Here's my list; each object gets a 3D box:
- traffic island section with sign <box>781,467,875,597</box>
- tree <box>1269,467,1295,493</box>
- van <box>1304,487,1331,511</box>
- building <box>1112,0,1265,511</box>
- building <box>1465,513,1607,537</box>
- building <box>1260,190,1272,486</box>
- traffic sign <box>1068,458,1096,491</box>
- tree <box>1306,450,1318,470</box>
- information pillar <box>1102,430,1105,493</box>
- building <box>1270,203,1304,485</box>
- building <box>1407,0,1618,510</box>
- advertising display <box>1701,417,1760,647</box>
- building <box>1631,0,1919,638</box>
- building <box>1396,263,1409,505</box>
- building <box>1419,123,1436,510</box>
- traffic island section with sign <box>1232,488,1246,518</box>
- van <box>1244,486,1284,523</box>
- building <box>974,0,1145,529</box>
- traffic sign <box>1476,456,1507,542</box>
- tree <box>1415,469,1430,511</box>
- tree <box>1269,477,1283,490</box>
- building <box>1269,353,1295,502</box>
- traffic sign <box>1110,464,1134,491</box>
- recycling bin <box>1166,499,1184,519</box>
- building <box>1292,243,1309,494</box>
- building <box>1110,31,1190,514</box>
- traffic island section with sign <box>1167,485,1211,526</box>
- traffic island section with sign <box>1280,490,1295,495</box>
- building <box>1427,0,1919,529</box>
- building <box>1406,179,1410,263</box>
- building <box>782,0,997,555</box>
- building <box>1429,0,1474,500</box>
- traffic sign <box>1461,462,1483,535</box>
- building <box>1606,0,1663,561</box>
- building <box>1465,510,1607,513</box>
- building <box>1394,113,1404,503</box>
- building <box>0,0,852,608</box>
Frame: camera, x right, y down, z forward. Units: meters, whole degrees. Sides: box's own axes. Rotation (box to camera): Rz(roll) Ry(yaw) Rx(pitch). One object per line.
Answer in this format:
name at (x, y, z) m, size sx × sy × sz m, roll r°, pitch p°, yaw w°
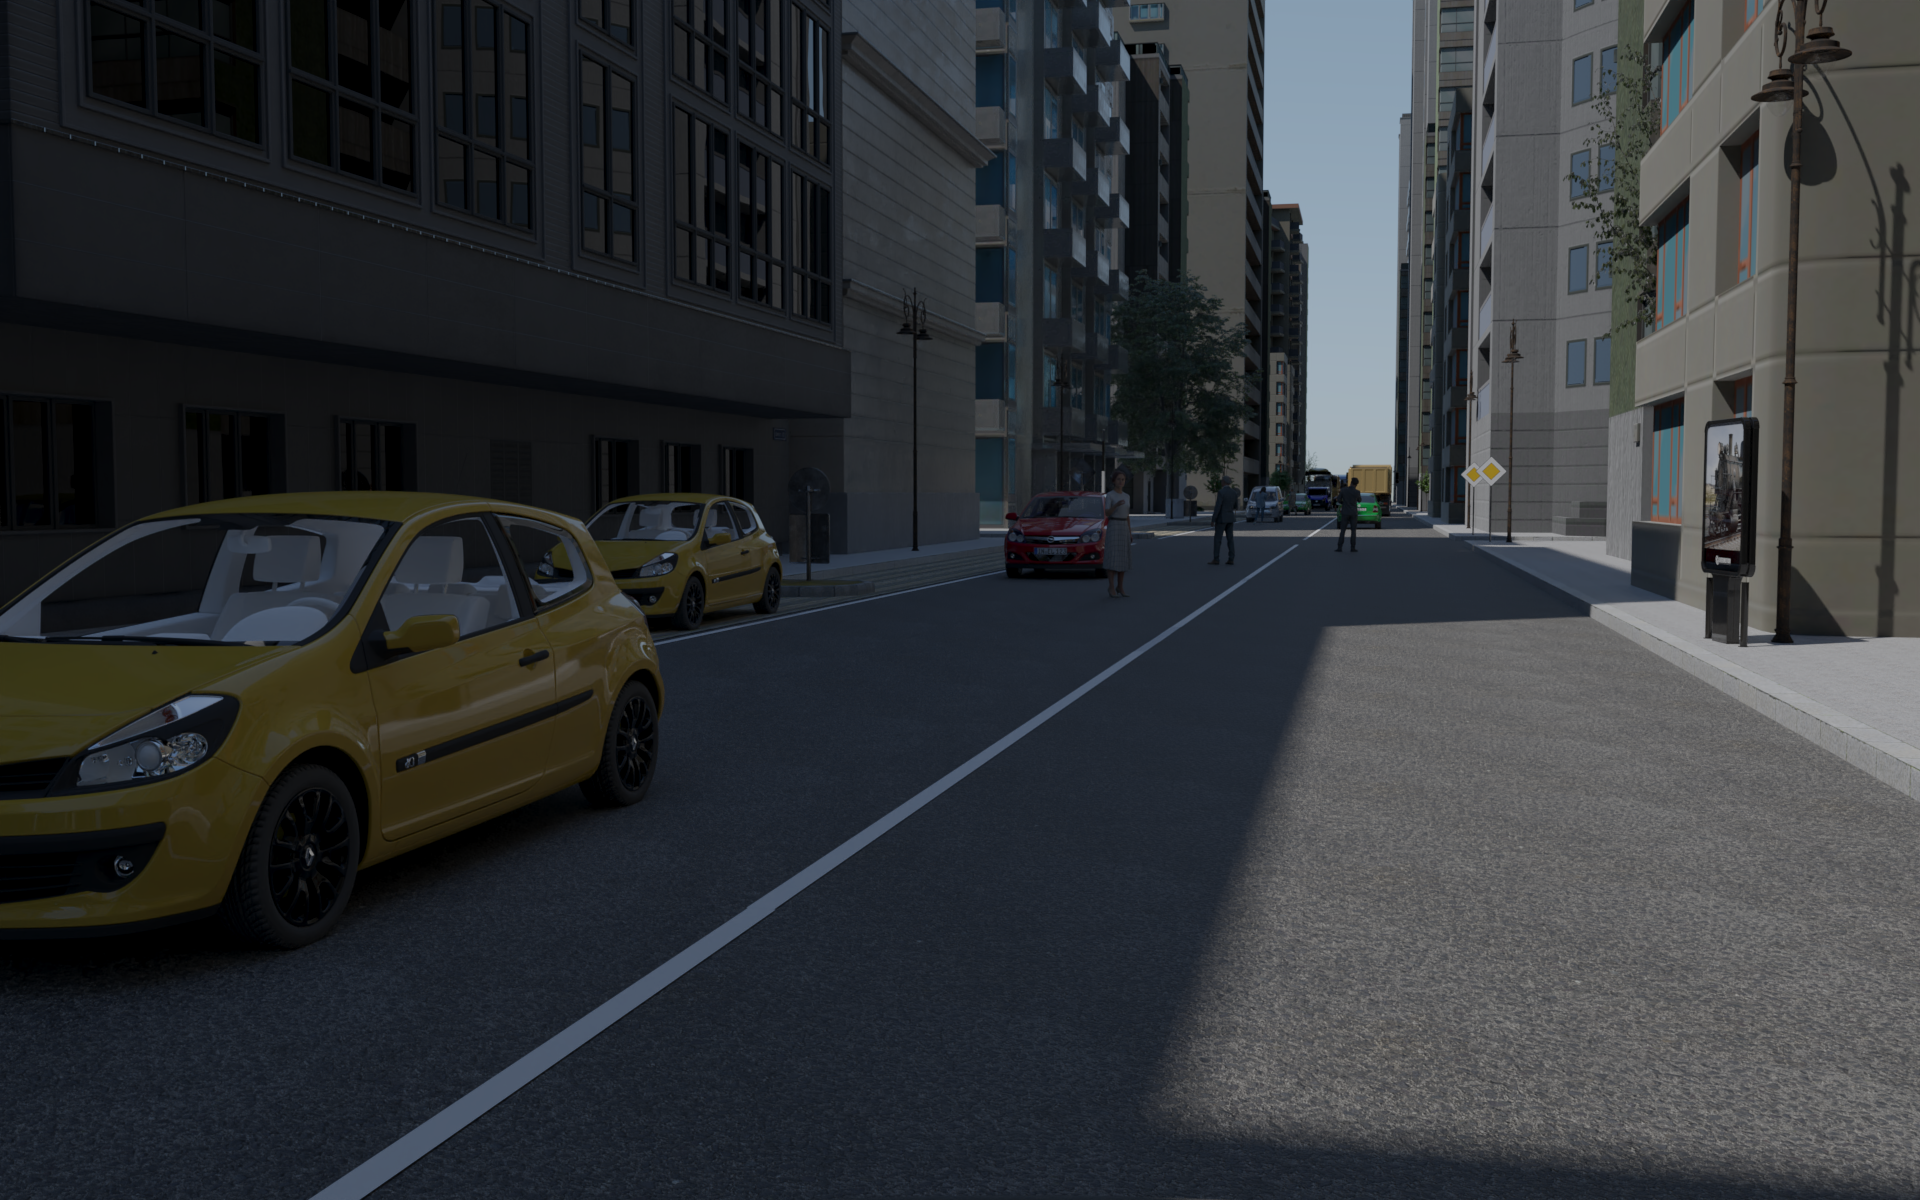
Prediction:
traffic island section with sign at (-2.305, -0.994, 24.886) m, size 1.989 × 1.847 × 2.006 m, roll 1°, pitch 4°, yaw 13°
tree at (37.511, -13.408, 202.926) m, size 4.285 × 4.588 × 4.351 m, roll 0°, pitch 3°, yaw 0°
van at (30.675, -8.800, 148.270) m, size 2.240 × 2.365 × 5.245 m, roll 1°, pitch 4°, yaw 15°
building at (13.450, -31.719, 142.301) m, size 21.300 × 48.544 × 21.600 m, roll 1°, pitch 4°, yaw 13°
building at (32.244, -31.496, 56.962) m, size 28.212 × 58.520 × 21.231 m, roll 1°, pitch 4°, yaw 13°
building at (21.083, -23.710, 159.360) m, size 14.160 × 30.474 × 14.107 m, roll 1°, pitch 4°, yaw 13°
traffic sign at (3.439, -2.765, 48.849) m, size 0.795 × 2.450 × 0.064 m, roll 1°, pitch 4°, yaw 13°
tree at (57.411, -20.512, 285.725) m, size 4.360 × 8.622 × 3.978 m, roll 0°, pitch 3°, yaw 0°
information pillar at (5.221, -4.383, 63.021) m, size 0.183 × 3.616 × 0.504 m, roll 0°, pitch 4°, yaw 8°
building at (39.003, -36.766, 255.742) m, size 22.147 × 44.769 × 28.867 m, roll 1°, pitch 4°, yaw 13°
building at (58.368, -39.226, 183.338) m, size 21.231 × 58.520 × 28.212 m, roll 1°, pitch 4°, yaw 13°
advertising display at (6.610, -0.592, 14.899) m, size 0.123 × 1.923 × 0.974 m, roll 0°, pitch 4°, yaw 5°
building at (19.574, -9.878, 6.551) m, size 27.650 × 21.520 × 28.899 m, roll 1°, pitch 4°, yaw 13°
building at (61.687, -27.137, 215.386) m, size 14.160 × 30.474 × 14.107 m, roll 1°, pitch 4°, yaw 13°
building at (43.543, -22.300, 136.313) m, size 14.160 × 30.474 × 14.107 m, roll 1°, pitch 4°, yaw 13°
traffic island section with sign at (16.736, -5.891, 104.948) m, size 1.989 × 1.847 × 2.006 m, roll 1°, pitch 4°, yaw 13°
van at (15.601, -4.990, 88.598) m, size 2.013 × 2.044 × 4.112 m, roll 1°, pitch 4°, yaw 14°
building at (-4.574, -27.980, 77.088) m, size 23.786 × 49.044 × 30.456 m, roll 1°, pitch 4°, yaw 13°
traffic sign at (14.180, -2.608, 46.284) m, size 0.795 × 2.450 × 0.064 m, roll 1°, pitch 4°, yaw 13°
tree at (35.231, -8.296, 130.249) m, size 1.663 × 3.219 × 1.824 m, roll 0°, pitch 3°, yaw 0°
tree at (36.422, -12.538, 199.591) m, size 1.663 × 3.219 × 1.824 m, roll 0°, pitch 3°, yaw 0°
building at (29.470, -23.489, 229.080) m, size 27.650 × 21.520 × 28.899 m, roll 1°, pitch 4°, yaw 13°
traffic sign at (5.285, -3.240, 56.618) m, size 0.795 × 2.450 × 0.064 m, roll 1°, pitch 4°, yaw 13°
recycling bin at (11.290, -4.796, 90.966) m, size 0.722 × 1.027 × 0.722 m, roll 3°, pitch 5°, yaw 44°
building at (48.001, -36.244, 276.184) m, size 14.154 × 41.232 × 14.086 m, roll 1°, pitch 4°, yaw 13°
building at (7.120, -20.867, 112.873) m, size 14.160 × 30.474 × 14.107 m, roll 1°, pitch 4°, yaw 13°
traffic island section with sign at (10.501, -4.287, 78.721) m, size 1.989 × 1.847 × 2.006 m, roll 1°, pitch 4°, yaw 13°
traffic island section with sign at (34.639, -10.498, 180.272) m, size 1.989 × 1.847 × 2.006 m, roll 1°, pitch 4°, yaw 13°
building at (37.878, -14.675, 84.972) m, size 27.650 × 21.520 × 28.899 m, roll 1°, pitch 4°, yaw 13°
building at (72.268, -37.704, 236.067) m, size 23.786 × 49.044 × 30.456 m, roll 1°, pitch 4°, yaw 13°
building at (-11.699, -15.744, 44.802) m, size 23.554 × 28.519 × 14.401 m, roll 1°, pitch 4°, yaw 13°
building at (39.530, -26.572, 118.045) m, size 14.154 × 41.232 × 14.086 m, roll 1°, pitch 4°, yaw 13°
traffic sign at (16.027, -3.083, 54.054) m, size 0.795 × 2.450 × 0.064 m, roll 1°, pitch 4°, yaw 13°
building at (21.006, -16.178, 36.204) m, size 14.160 × 30.474 × 14.107 m, roll 1°, pitch 4°, yaw 13°
building at (52.264, -37.498, 155.098) m, size 21.231 × 58.520 × 28.212 m, roll 1°, pitch 4°, yaw 13°
building at (77.699, -44.243, 265.368) m, size 21.231 × 58.520 × 28.212 m, roll 1°, pitch 4°, yaw 13°
building at (-11.609, -14.144, 24.768) m, size 14.314 × 27.812 × 24.014 m, roll 1°, pitch 4°, yaw 13°
